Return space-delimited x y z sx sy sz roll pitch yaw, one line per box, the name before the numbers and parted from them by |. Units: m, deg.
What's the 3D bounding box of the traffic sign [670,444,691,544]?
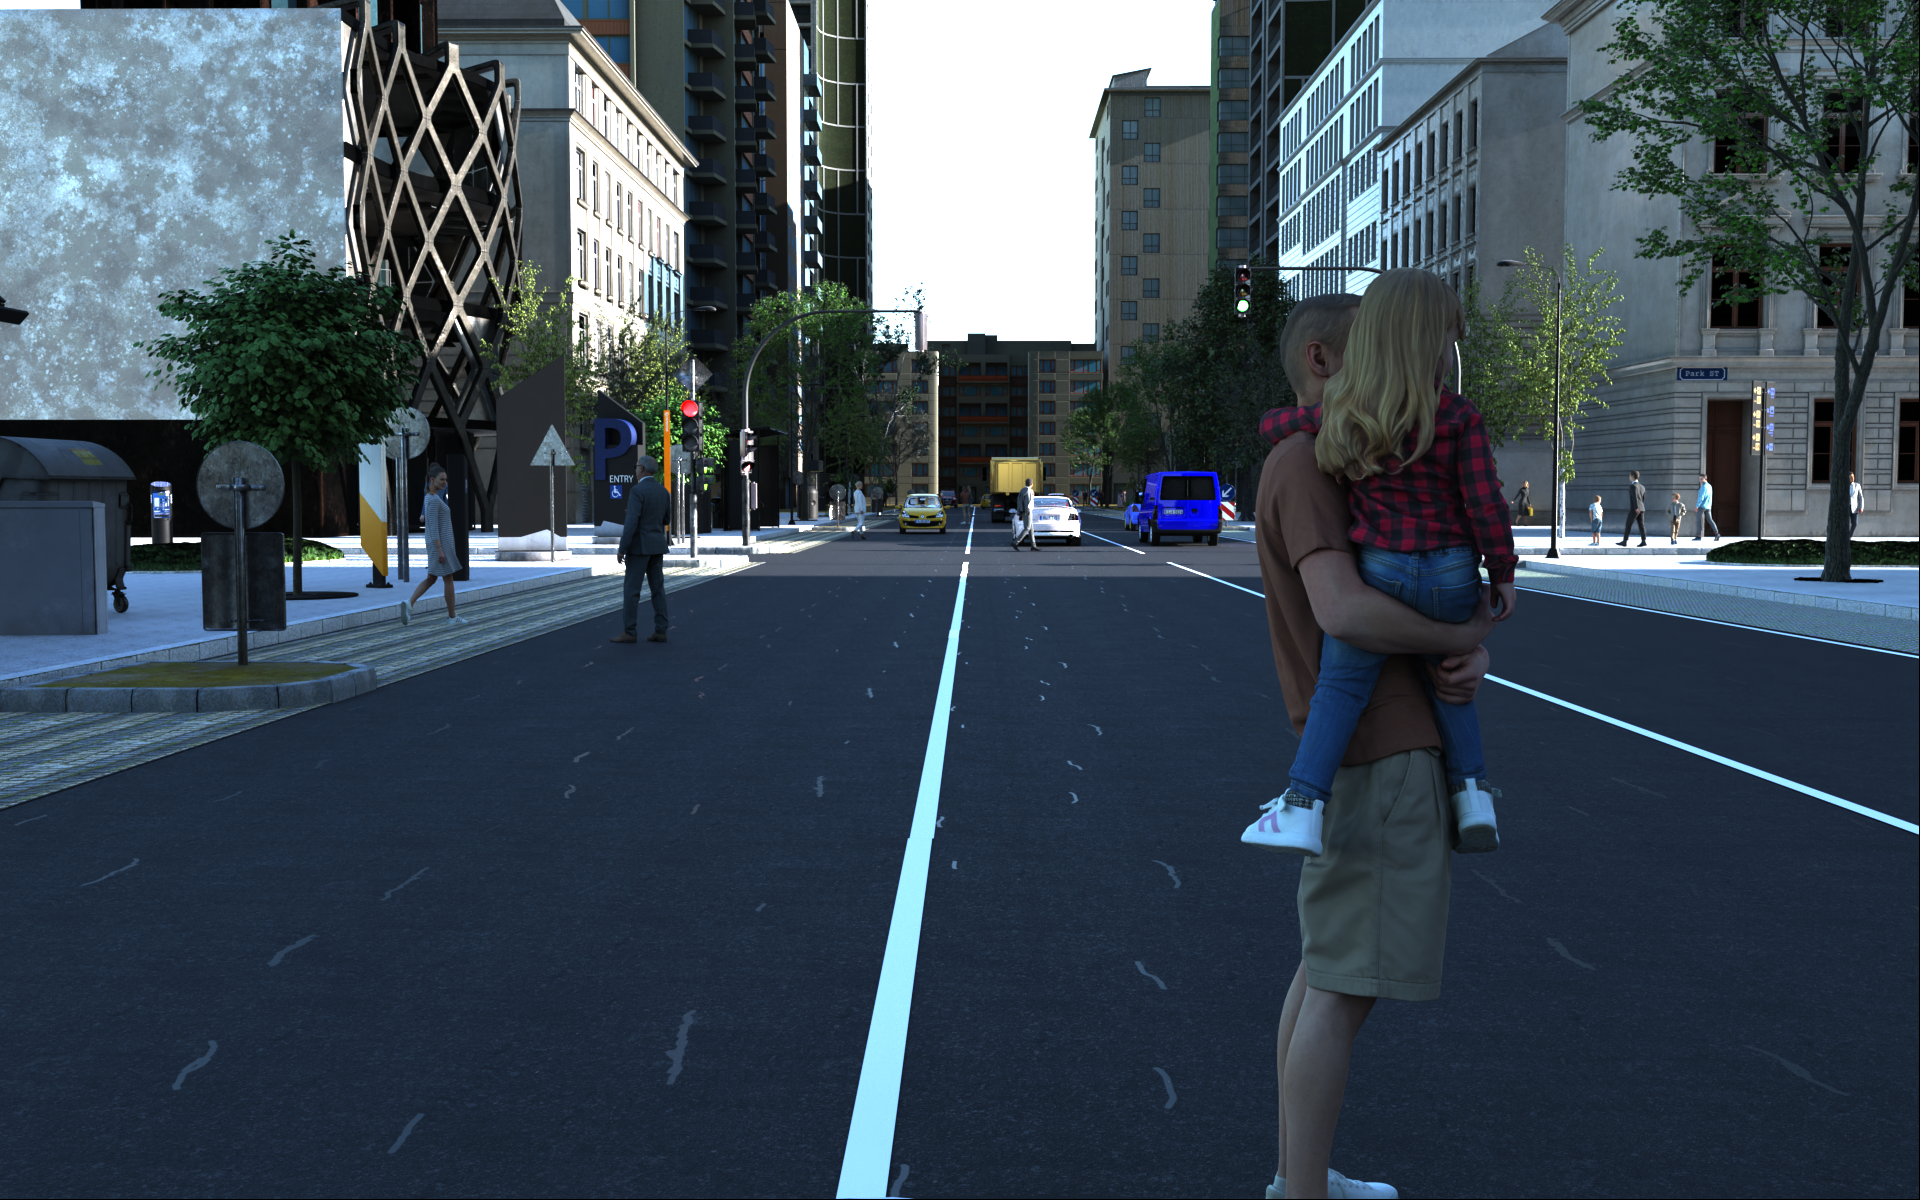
traffic sign | -7.206 -2.703 44.303 0.768 2.556 0.104 0 4 8

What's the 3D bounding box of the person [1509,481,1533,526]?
person | 22.113 -3.844 69.111 1.509 1.804 0.699 0 4 7

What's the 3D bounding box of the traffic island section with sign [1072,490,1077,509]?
traffic island section with sign | 11.293 -9.967 171.580 1.989 1.847 2.006 0 4 1

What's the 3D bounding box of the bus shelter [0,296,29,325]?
bus shelter | -9.149 -1.131 12.411 2.014 3.302 5.546 0 4 1

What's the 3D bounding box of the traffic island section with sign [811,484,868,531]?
traffic island section with sign | -4.744 -3.619 67.801 1.989 1.847 2.006 0 4 1

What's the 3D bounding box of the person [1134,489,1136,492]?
person | 18.389 -10.788 182.442 0.705 1.822 1.348 0 4 1

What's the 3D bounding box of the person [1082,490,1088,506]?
person | 13.185 -10.750 182.722 0.541 1.710 0.530 2 4 26

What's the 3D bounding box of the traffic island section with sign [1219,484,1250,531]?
traffic island section with sign | 10.285 -3.642 68.181 1.989 1.847 2.006 0 4 1

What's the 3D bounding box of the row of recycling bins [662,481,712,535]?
row of recycling bins | -8.964 -2.979 55.820 1.069 1.692 3.534 1 4 17

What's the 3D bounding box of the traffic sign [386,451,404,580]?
traffic sign | -8.399 -1.580 25.932 0.768 2.556 0.104 0 4 6

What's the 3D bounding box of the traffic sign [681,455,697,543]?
traffic sign | -7.203 -2.747 45.015 0.768 2.556 0.104 1 4 10

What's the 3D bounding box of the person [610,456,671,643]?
person | -3.119 -0.499 16.833 0.590 1.801 0.661 2 4 30

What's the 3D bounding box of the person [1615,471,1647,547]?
person | 16.382 -2.223 42.172 0.659 1.850 0.755 -3 4 -37

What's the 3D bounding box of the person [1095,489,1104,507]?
person | 14.133 -10.322 175.361 0.990 1.755 0.434 0 4 -7

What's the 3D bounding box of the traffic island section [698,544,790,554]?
traffic island section | -5.318 -1.266 42.984 2.009 0.180 2.903 0 4 1

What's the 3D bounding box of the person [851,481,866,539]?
person | -3.202 -2.816 54.417 0.514 1.842 0.818 3 5 42

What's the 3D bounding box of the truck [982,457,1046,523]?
truck | 2.870 -5.749 89.918 3.469 3.379 9.791 0 4 1

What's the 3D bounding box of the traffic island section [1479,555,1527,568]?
traffic island section | 9.945 -0.768 34.845 2.009 0.180 2.903 0 4 1

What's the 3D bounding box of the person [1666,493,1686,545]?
person | 18.225 -2.066 44.091 0.475 1.303 0.640 1 4 15

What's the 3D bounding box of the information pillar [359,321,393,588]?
information pillar | -8.023 -1.976 23.669 0.504 3.616 0.183 2 4 34

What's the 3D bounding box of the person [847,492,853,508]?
person | -10.031 -9.288 157.882 1.348 1.826 0.705 -2 4 -32

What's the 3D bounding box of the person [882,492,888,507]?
person | -7.411 -10.052 170.949 0.990 1.755 0.434 3 5 42

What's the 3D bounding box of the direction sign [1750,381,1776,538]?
direction sign | 16.144 -2.623 34.887 0.876 3.537 0.379 -3 4 -38

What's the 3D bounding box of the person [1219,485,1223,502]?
person | 14.311 -5.464 95.477 0.391 1.810 0.635 0 4 6

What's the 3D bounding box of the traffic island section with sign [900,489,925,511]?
traffic island section with sign | -3.994 -8.325 144.735 1.989 1.847 2.006 0 4 1

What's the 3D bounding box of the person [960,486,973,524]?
person | 0.336 -4.571 83.203 0.573 1.828 0.580 3 4 36

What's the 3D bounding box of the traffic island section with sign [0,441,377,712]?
traffic island section with sign | -5.286 -0.221 12.239 1.989 1.847 2.006 0 4 1

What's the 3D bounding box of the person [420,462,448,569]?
person | -8.941 -1.441 29.628 0.581 1.822 0.654 -3 5 -42

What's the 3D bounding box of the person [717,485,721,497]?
person | -12.747 -5.300 92.973 0.520 1.790 0.573 1 4 20

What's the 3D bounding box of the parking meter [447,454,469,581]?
parking meter | -7.435 -1.220 25.663 0.255 1.863 0.399 -1 4 -8

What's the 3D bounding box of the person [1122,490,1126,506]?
person | 17.985 -11.206 190.065 0.445 1.727 0.742 1 4 9

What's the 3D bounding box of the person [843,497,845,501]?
person | -11.371 -9.894 171.028 0.991 1.433 0.599 3 5 44

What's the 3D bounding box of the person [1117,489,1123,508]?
person | 14.585 -9.217 157.408 0.621 1.740 0.551 1 4 8

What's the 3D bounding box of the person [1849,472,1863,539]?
person | 22.241 -2.293 43.375 0.661 1.843 0.795 1 4 16

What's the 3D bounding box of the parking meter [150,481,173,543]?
parking meter | -15.471 -1.539 33.574 0.372 1.533 0.369 0 3 0

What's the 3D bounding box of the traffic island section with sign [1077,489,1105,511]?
traffic island section with sign | 11.027 -8.315 144.579 1.989 1.847 2.006 0 4 1

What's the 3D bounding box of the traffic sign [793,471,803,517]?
traffic sign | -8.929 -5.819 95.254 0.768 2.556 0.104 0 4 3

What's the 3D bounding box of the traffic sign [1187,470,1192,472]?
traffic sign | 12.332 -5.646 92.415 0.768 2.556 0.104 1 4 10

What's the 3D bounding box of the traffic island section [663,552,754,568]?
traffic island section | -5.396 -0.778 34.999 2.009 0.180 2.903 0 4 1

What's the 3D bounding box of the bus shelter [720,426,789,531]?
bus shelter | -7.419 -4.389 63.037 1.731 3.624 6.357 0 4 1

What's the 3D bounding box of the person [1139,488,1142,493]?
person | 13.820 -7.665 132.182 1.217 1.723 0.721 -2 4 -32

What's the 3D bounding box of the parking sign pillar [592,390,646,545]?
parking sign pillar | -8.744 -3.426 44.487 1.447 3.967 1.447 1 4 19

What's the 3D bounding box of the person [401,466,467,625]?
person | -5.699 -0.584 18.797 0.466 1.731 0.760 3 4 36

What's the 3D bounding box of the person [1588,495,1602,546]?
person | 15.787 -1.976 43.042 0.332 1.250 0.352 2 4 27

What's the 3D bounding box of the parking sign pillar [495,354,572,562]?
parking sign pillar | -8.274 -2.752 33.465 1.447 3.967 1.447 -1 4 -12

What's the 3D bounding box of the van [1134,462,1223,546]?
van | 6.234 -2.767 49.631 2.240 2.365 5.245 0 4 1

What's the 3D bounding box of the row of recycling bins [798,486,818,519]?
row of recycling bins | -8.007 -5.128 90.954 1.069 1.692 3.534 0 4 -7

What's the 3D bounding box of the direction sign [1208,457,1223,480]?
direction sign | 13.855 -6.259 94.334 0.876 3.537 0.379 1 4 17

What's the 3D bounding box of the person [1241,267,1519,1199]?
person | 0.743 0.323 3.191 0.573 1.828 0.580 -2 4 -33

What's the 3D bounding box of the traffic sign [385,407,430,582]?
traffic sign | -8.062 -1.532 25.149 0.768 2.556 0.104 0 4 6

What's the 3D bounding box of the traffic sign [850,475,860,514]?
traffic sign | -6.934 -6.914 113.147 0.768 2.556 0.104 1 4 9

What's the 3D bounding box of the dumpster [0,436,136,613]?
dumpster | -9.576 -0.746 17.959 1.264 1.857 1.865 0 4 1

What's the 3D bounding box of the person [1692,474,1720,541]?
person | 20.459 -2.545 47.515 0.638 1.841 0.748 -2 4 -30

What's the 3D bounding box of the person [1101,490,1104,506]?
person | 14.811 -10.701 181.726 0.721 1.743 1.217 -1 4 -23

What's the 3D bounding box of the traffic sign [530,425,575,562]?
traffic sign | -7.641 -1.983 32.429 0.884 2.594 0.081 1 4 10

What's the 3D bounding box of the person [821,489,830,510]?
person | -10.297 -7.885 135.479 1.217 1.766 0.721 0 4 -6

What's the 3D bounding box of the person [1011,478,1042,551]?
person | 1.688 -2.141 43.606 0.850 1.850 0.679 -1 4 -12

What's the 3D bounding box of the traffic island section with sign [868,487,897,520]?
traffic island section with sign | -4.479 -5.302 95.311 1.989 1.847 2.006 0 4 1
